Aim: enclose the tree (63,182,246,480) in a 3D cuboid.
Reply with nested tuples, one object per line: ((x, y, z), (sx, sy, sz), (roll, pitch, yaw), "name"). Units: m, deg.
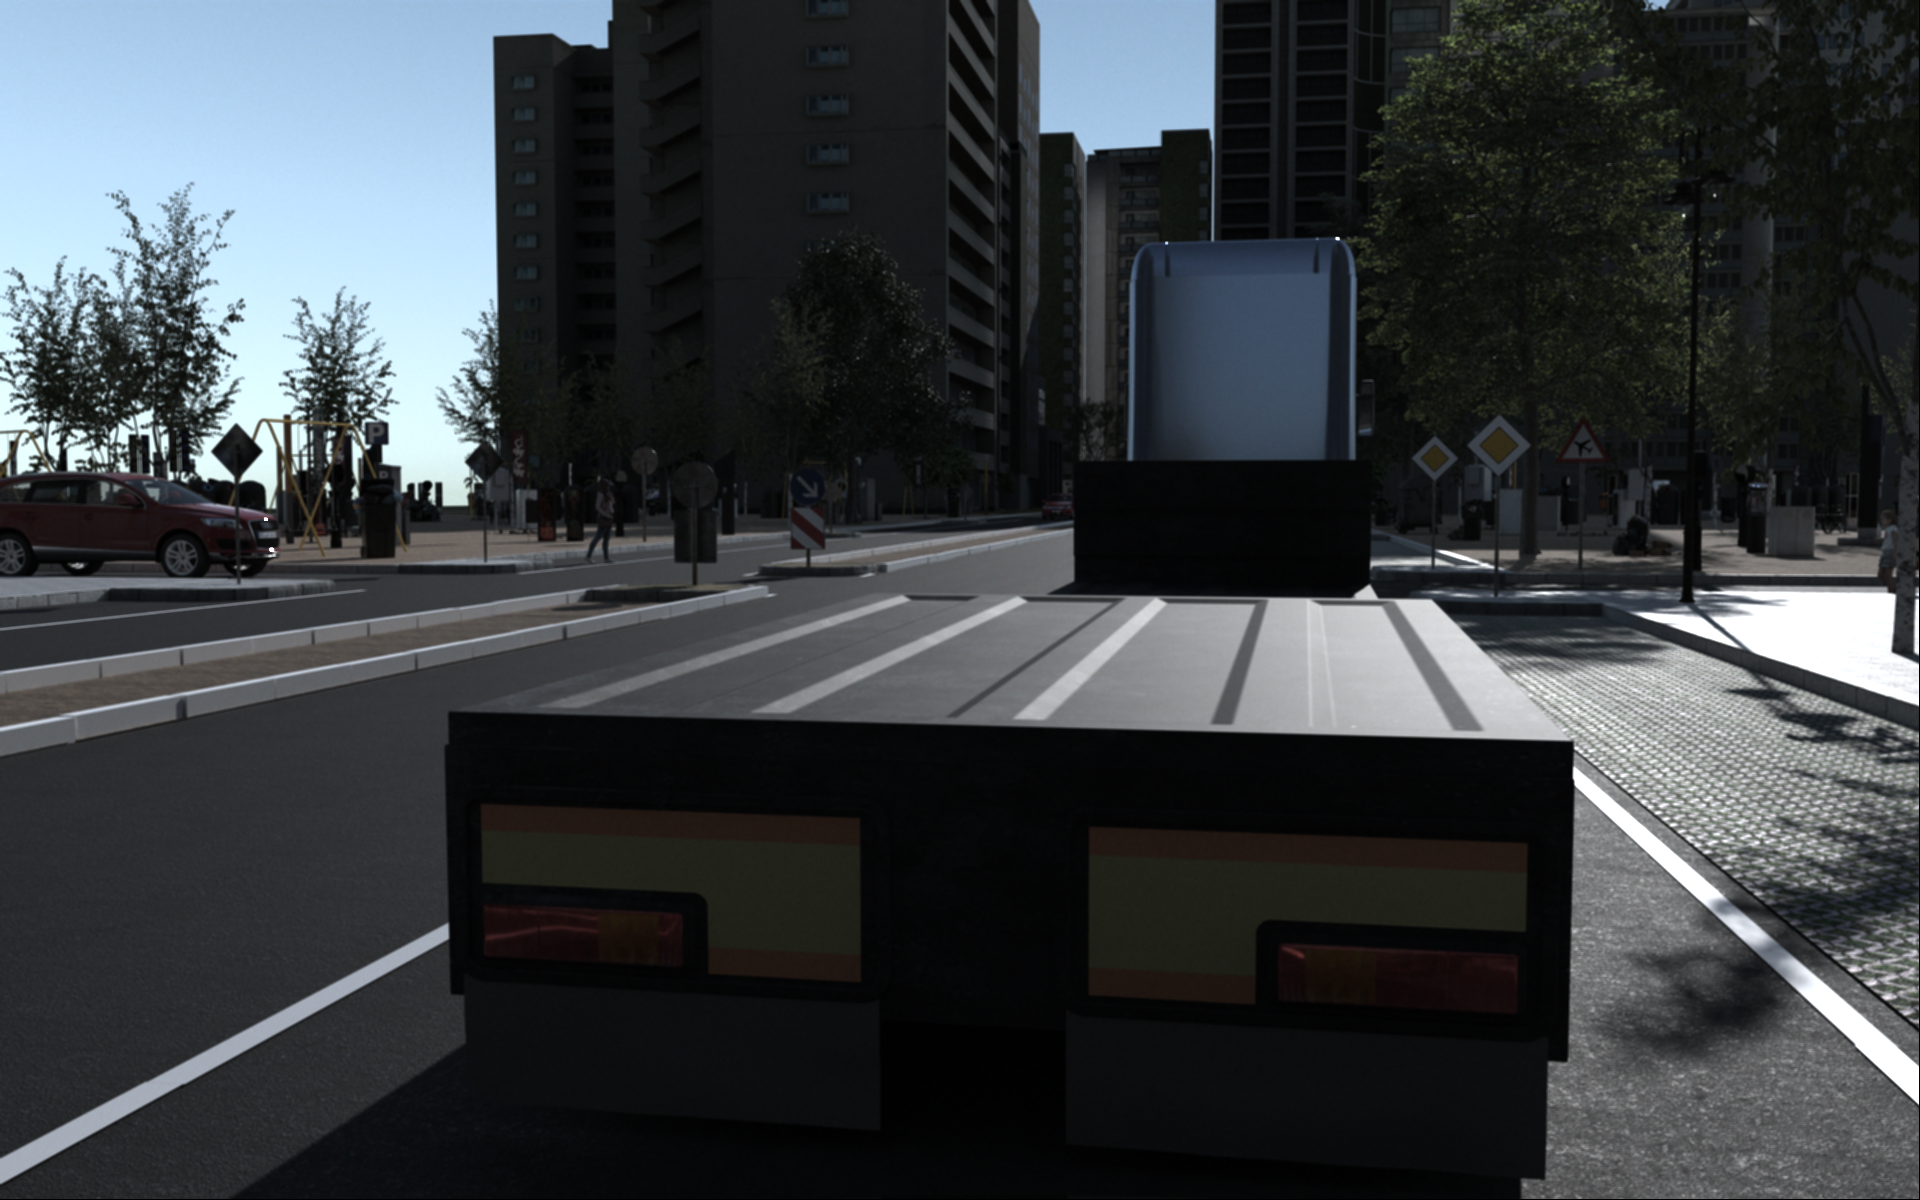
((-19.031, -5.553, 41.159), (4.360, 8.622, 3.978), (0, 3, 0), "tree")

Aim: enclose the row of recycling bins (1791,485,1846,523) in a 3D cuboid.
((39.167, -4.359, 78.379), (3.534, 1.692, 1.069), (-1, 4, -20), "row of recycling bins")

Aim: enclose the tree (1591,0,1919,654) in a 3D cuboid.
((7.506, -3.889, 13.952), (4.737, 8.622, 4.395), (0, 3, 0), "tree")

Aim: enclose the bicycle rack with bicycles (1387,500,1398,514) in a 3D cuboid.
((25.356, -5.332, 100.555), (2.925, 0.926, 2.852), (-1, 4, -20), "bicycle rack with bicycles")

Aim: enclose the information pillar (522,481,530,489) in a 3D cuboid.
((-22.661, -5.263, 90.534), (0.304, 2.012, 0.304), (1, 4, 20), "information pillar")

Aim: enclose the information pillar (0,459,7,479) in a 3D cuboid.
((-63.847, -7.604, 115.688), (0.183, 3.616, 0.504), (2, 4, 24), "information pillar")

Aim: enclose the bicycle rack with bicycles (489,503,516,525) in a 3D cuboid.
((-18.374, -3.592, 72.110), (2.852, 0.926, 2.925), (-1, 4, -17), "bicycle rack with bicycles")

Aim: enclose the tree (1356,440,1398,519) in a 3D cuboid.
((21.002, -6.486, 89.754), (4.285, 4.588, 4.351), (0, 3, 0), "tree")

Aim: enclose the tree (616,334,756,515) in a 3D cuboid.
((-12.483, -7.888, 79.327), (4.737, 8.622, 4.395), (0, 3, 0), "tree")

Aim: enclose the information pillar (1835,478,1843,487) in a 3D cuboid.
((40.820, -4.642, 80.385), (0.304, 2.012, 0.304), (0, 4, 0), "information pillar")

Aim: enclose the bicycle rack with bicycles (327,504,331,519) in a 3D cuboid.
((-31.613, -4.747, 90.998), (2.925, 0.926, 2.852), (2, 4, 32), "bicycle rack with bicycles")

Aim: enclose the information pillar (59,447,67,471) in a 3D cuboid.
((-44.757, -5.820, 86.507), (0.183, 3.616, 0.504), (1, 4, 12), "information pillar")

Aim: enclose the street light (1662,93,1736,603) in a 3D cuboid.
((8.618, -2.909, 20.348), (0.468, 5.910, 1.993), (1, 4, 10), "street light")

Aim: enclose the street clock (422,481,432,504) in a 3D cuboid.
((-28.788, -5.449, 93.668), (0.471, 2.002, 0.358), (0, 4, 1), "street clock")

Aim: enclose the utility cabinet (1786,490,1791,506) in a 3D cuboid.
((44.950, -5.164, 93.117), (1.173, 1.500, 0.318), (-2, 4, -24), "utility cabinet")

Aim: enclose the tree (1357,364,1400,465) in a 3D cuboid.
((23.349, -9.007, 97.626), (4.737, 8.622, 4.395), (0, 3, 0), "tree")

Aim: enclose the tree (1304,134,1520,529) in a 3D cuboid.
((16.255, -9.555, 62.884), (9.857, 13.997, 8.962), (0, 3, 0), "tree")

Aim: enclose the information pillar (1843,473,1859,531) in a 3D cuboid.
((31.103, -3.421, 60.424), (0.304, 2.012, 0.304), (0, 4, -2), "information pillar")

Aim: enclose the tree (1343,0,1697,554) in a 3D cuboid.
((11.797, -7.258, 36.788), (7.486, 12.596, 7.792), (0, 3, 0), "tree")

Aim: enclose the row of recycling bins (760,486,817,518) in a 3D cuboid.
((-9.105, -5.233, 92.672), (3.534, 1.692, 1.069), (-3, 5, -43), "row of recycling bins")

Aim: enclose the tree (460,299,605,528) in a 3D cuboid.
((-16.896, -7.073, 66.009), (4.737, 8.622, 4.395), (0, 3, 0), "tree")

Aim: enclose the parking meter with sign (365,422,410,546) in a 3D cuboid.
((-14.103, -2.848, 42.825), (0.543, 3.016, 1.738), (0, 4, 1), "parking meter with sign")

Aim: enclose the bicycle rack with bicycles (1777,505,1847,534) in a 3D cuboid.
((27.894, -2.658, 56.834), (2.925, 0.926, 2.852), (-1, 4, -18), "bicycle rack with bicycles")

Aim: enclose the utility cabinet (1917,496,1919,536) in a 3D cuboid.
((29.177, -2.525, 52.450), (1.020, 1.237, 0.306), (2, 4, 33), "utility cabinet")

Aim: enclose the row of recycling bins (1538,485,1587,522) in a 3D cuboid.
((27.956, -4.545, 81.425), (1.069, 1.692, 3.534), (-2, 4, -31), "row of recycling bins")

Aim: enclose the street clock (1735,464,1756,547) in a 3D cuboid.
((19.135, -2.304, 42.237), (0.358, 2.002, 0.471), (-1, 4, -15), "street clock")

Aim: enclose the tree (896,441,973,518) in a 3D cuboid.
((-1.838, -6.622, 91.991), (4.285, 4.588, 4.351), (0, 3, 0), "tree")

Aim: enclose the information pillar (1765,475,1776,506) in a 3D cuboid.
((30.717, -3.744, 65.703), (0.304, 2.012, 0.304), (3, 5, 44), "information pillar")

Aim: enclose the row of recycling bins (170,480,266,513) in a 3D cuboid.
((-22.452, -2.748, 52.044), (1.069, 1.692, 3.534), (2, 4, 27), "row of recycling bins")

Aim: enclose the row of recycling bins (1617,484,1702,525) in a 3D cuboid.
((29.290, -4.023, 72.888), (3.534, 1.692, 1.069), (1, 4, 21), "row of recycling bins")

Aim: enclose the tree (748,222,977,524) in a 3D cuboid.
((-4.544, -9.577, 73.585), (9.611, 12.733, 9.660), (0, 3, 0), "tree")

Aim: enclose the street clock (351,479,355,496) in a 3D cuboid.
((-26.404, -4.301, 74.898), (0.358, 2.002, 0.471), (2, 4, 32), "street clock")

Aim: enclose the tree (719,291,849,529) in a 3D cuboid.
((-6.312, -6.877, 62.805), (4.360, 8.622, 3.978), (0, 3, 0), "tree")

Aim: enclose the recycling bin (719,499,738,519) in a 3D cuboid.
((-11.753, -4.605, 87.852), (0.722, 1.027, 0.722), (1, 4, 22), "recycling bin")

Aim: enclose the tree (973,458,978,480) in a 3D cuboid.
((-0.631, -7.089, 99.622), (4.285, 4.588, 4.351), (0, 3, 0), "tree")

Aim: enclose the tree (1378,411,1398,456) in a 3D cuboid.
((23.526, -10.539, 106.732), (8.767, 10.594, 7.601), (-1, 4, -18), "tree")

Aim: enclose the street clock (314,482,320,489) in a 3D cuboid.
((-34.036, -5.337, 91.827), (0.471, 2.002, 0.358), (1, 4, 10), "street clock")

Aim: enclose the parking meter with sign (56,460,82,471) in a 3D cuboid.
((-45.811, -5.723, 89.840), (1.738, 3.016, 0.543), (-1, 4, -17), "parking meter with sign")

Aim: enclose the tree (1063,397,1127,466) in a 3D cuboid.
((14.169, -15.768, 183.560), (9.928, 11.665, 9.643), (0, 3, 0), "tree")

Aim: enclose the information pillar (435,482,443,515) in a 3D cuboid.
((-32.435, -6.319, 107.807), (0.304, 2.012, 0.304), (2, 4, 28), "information pillar")

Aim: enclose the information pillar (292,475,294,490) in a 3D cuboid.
((-25.129, -3.707, 65.094), (0.304, 2.012, 0.304), (2, 4, 33), "information pillar")

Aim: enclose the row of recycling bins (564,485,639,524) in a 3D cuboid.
((-15.680, -4.211, 75.969), (3.534, 1.692, 1.069), (-3, 5, -42), "row of recycling bins")

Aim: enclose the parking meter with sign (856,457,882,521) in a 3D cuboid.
((-4.345, -5.243, 81.988), (0.543, 3.016, 1.738), (2, 4, 33), "parking meter with sign")

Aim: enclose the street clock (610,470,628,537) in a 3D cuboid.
((-10.243, -2.906, 52.090), (0.471, 2.002, 0.358), (-3, 5, -41), "street clock")

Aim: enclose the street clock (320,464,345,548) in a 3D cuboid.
((-14.973, -2.260, 41.521), (0.358, 2.002, 0.471), (1, 4, 15), "street clock")

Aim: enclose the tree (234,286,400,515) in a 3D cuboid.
((-22.425, -6.835, 62.122), (4.737, 8.622, 4.395), (0, 3, 0), "tree")

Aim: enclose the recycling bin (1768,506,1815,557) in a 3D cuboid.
((17.129, -1.415, 35.686), (0.722, 1.027, 0.722), (1, 4, 10), "recycling bin")

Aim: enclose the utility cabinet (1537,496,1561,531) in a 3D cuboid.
((20.650, -3.056, 61.134), (1.020, 1.237, 0.306), (3, 5, 43), "utility cabinet")

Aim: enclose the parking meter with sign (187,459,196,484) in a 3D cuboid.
((-37.922, -5.461, 85.550), (0.543, 3.016, 1.738), (-2, 4, -33), "parking meter with sign")

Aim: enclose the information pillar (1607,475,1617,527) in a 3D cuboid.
((25.351, -3.843, 67.320), (0.304, 2.012, 0.304), (2, 4, 26), "information pillar")

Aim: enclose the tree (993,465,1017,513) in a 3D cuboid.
((3.229, -7.447, 116.360), (1.663, 3.219, 1.824), (0, 3, 0), "tree")

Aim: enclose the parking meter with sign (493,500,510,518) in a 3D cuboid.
((-24.395, -5.861, 92.082), (0.543, 3.016, 1.738), (-3, 5, -45), "parking meter with sign")

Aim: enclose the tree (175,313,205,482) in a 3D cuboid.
((-30.605, -6.821, 61.892), (4.737, 8.622, 4.395), (0, 3, 0), "tree")

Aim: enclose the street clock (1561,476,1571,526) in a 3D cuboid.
((24.587, -4.020, 70.301), (0.358, 2.002, 0.471), (3, 5, 40), "street clock")

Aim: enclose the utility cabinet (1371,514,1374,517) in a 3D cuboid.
((22.576, -5.332, 95.864), (0.318, 1.500, 1.173), (0, 4, -4), "utility cabinet")

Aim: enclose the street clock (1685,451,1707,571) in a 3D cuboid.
((12.347, -1.498, 29.061), (0.358, 2.002, 0.471), (1, 4, 11), "street clock")

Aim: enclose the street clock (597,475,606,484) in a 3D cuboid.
((-13.853, -3.820, 67.032), (0.358, 2.002, 0.471), (-2, 4, -28), "street clock")

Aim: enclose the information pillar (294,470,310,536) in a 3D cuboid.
((-20.248, -2.993, 53.426), (0.304, 2.012, 0.304), (-1, 4, -12), "information pillar")
